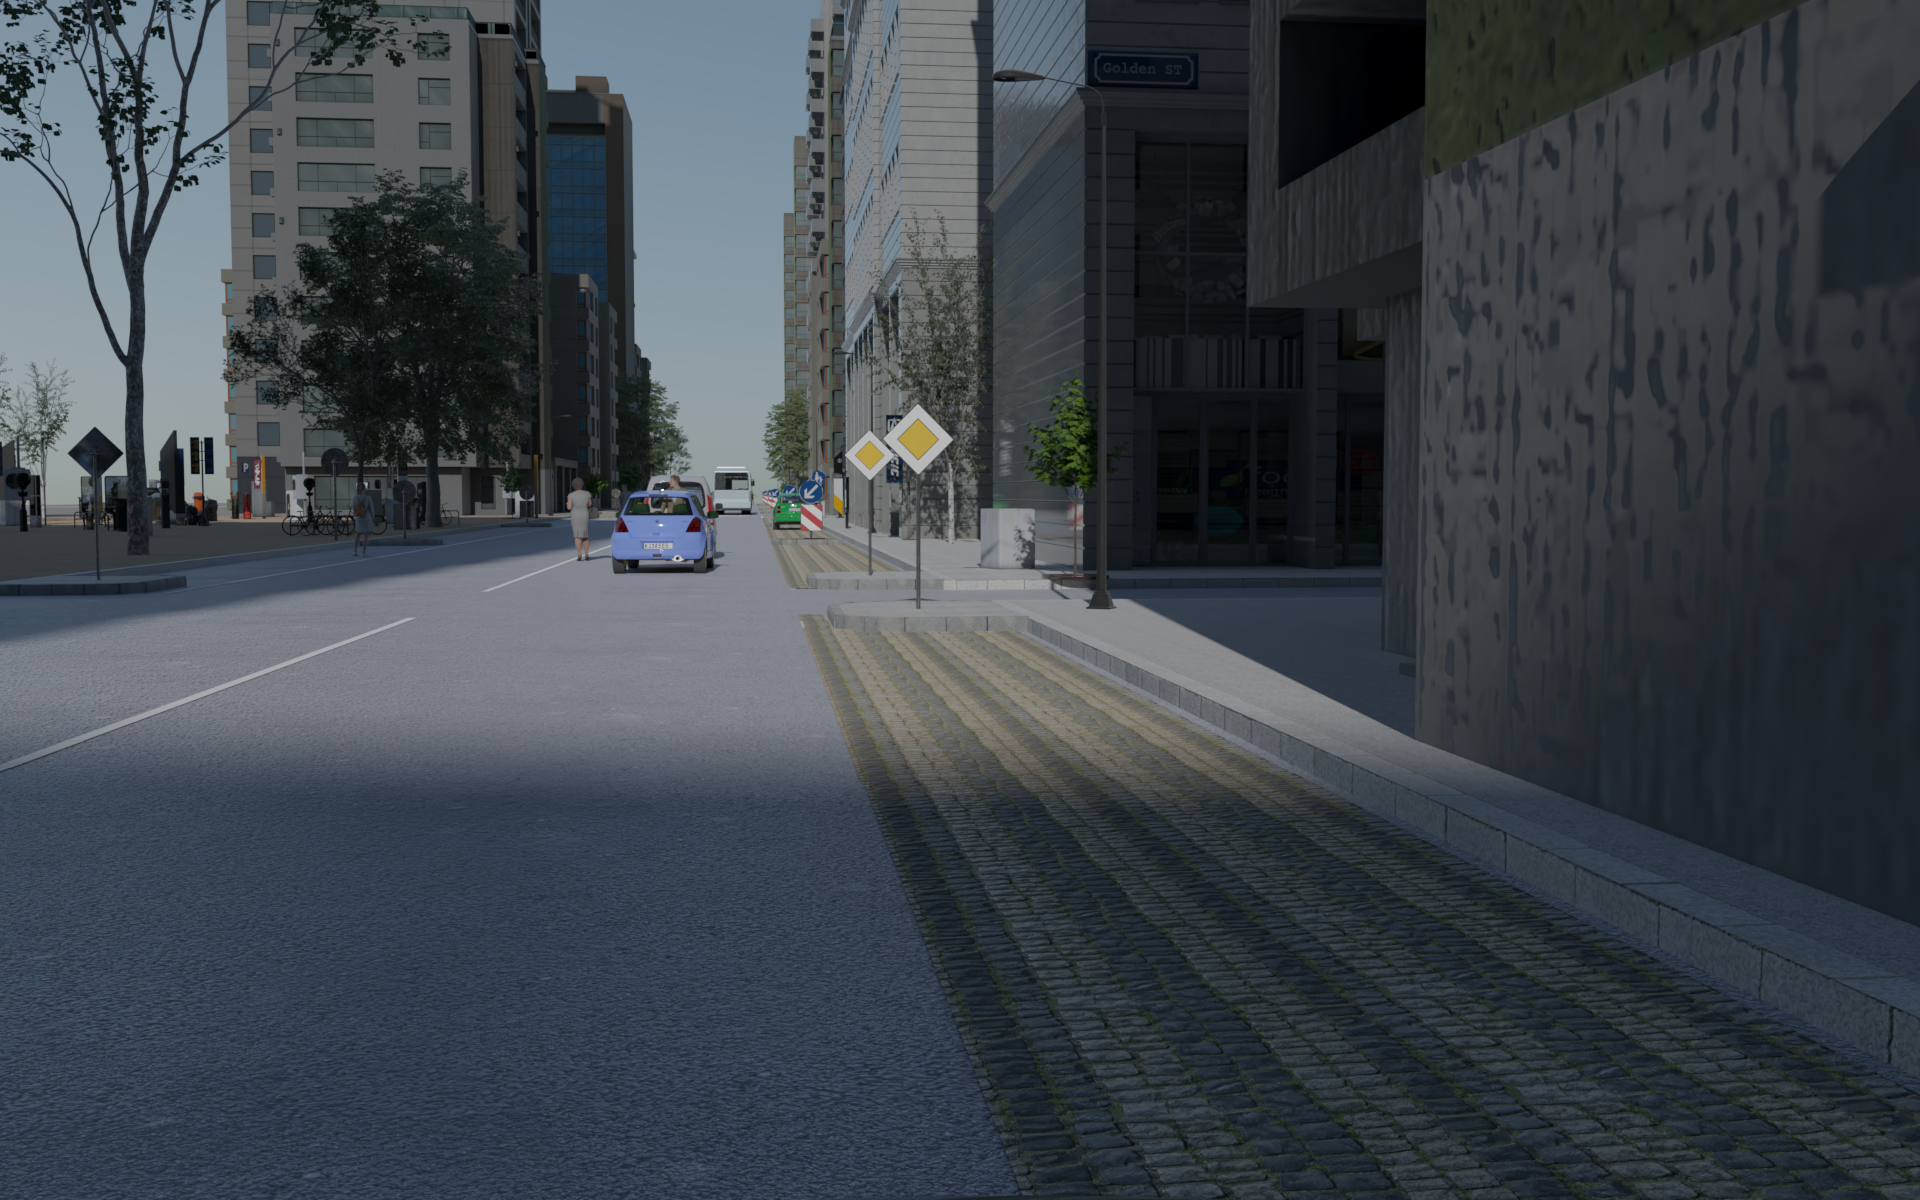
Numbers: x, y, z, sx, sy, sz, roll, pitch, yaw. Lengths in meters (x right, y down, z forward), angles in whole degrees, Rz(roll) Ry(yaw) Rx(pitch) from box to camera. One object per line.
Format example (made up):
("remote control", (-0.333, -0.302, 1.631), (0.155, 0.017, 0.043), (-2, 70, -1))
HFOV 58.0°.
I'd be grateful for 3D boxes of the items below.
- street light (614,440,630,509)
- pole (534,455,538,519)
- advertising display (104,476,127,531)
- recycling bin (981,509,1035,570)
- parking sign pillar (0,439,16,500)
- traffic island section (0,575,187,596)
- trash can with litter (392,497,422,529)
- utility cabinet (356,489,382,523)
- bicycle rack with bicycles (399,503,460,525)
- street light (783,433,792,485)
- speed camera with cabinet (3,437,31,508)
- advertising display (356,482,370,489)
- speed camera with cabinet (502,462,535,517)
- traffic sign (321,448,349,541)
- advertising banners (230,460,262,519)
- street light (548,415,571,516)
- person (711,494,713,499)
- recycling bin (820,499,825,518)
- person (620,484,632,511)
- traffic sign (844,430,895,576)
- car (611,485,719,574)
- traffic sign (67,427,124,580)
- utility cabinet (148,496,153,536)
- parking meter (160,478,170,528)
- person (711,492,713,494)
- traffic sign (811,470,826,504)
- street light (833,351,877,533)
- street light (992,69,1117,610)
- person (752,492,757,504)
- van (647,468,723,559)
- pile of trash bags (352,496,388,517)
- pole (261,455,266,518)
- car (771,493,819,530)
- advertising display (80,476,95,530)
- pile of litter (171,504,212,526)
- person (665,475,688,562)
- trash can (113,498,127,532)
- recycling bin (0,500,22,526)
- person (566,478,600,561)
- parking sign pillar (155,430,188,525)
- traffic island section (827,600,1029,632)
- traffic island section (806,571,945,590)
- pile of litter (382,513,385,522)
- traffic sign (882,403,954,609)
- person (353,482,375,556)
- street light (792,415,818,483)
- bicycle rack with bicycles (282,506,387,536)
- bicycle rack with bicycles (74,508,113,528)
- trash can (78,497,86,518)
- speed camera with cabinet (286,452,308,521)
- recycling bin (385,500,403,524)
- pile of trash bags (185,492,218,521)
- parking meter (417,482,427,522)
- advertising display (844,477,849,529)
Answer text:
("street light", (-28.873, -10.715, 147.736), (1.470, 5.913, 1.316), (0, 4, -7))
("pole", (-22.114, -5.905, 90.385), (0.158, 3.312, 0.155), (0, 3, 0))
("advertising display", (-29.455, -3.387, 60.597), (0.974, 1.923, 0.123), (1, 4, 12))
("recycling bin", (0.824, -1.058, 29.859), (0.722, 1.027, 0.722), (-2, 4, -28))
("parking sign pillar", (-47.318, -5.938, 85.562), (1.447, 3.967, 1.447), (-1, 4, -11))
("traffic island section", (-12.905, -0.221, 25.902), (2.009, 0.180, 2.903), (0, 4, -7))
("trash can with litter", (-20.273, -3.184, 63.441), (1.055, 1.170, 0.624), (0, 4, 2))
("utility cabinet", (-25.379, -4.020, 74.400), (0.318, 1.500, 1.173), (2, 4, 29))
("bicycle rack with bicycles", (-22.125, -3.539, 71.252), (2.852, 0.926, 2.925), (2, 4, 26))
("street light", (-12.427, -9.707, 131.257), (1.470, 5.913, 1.316), (0, 4, -7))
("speed camera with cabinet", (-33.218, -3.996, 59.664), (2.038, 3.252, 0.660), (0, 4, -7))
("advertising display", (-31.328, -5.241, 90.897), (0.974, 1.923, 0.123), (2, 4, 33))
("speed camera with cabinet", (-24.540, -6.232, 96.237), (2.038, 3.252, 0.660), (3, 4, 36))
("traffic sign", (-17.222, -2.913, 47.732), (0.768, 2.556, 0.104), (0, 4, -2))
("advertising banners", (-36.400, -5.635, 88.320), (2.074, 3.025, 0.090), (1, 4, 20))
("street light", (-23.532, -7.902, 101.739), (1.470, 5.913, 1.316), (0, 4, -7))
("person", (-26.495, -10.607, 185.163), (0.421, 1.427, 0.697), (0, 4, -7))
("recycling bin", (-7.763, -5.027, 94.742), (0.722, 1.027, 0.722), (0, 4, -6))
("person", (-12.564, -3.448, 64.969), (0.635, 1.810, 0.391), (2, 4, 34))
("traffic sign", (-1.417, -1.440, 27.191), (0.795, 2.450, 0.064), (0, 4, -7))
("car", (-5.519, -1.399, 32.463), (1.945, 1.707, 3.694), (0, 4, -5))
("traffic sign", (-12.882, -1.358, 25.843), (0.795, 2.450, 0.064), (0, 4, -7))
("utility cabinet", (-24.959, -2.552, 52.892), (0.306, 1.237, 1.020), (-3, 5, -40))
("parking meter", (-29.690, -3.607, 64.691), (0.255, 1.863, 0.399), (-2, 4, -35))
("person", (-34.343, -14.158, 240.518), (0.617, 1.759, 0.750), (2, 4, 35))
("traffic sign", (-7.558, -5.663, 92.694), (0.768, 2.556, 0.104), (0, 4, 1))
("street light", (-3.406, -5.129, 56.396), (1.470, 5.913, 1.316), (0, 4, -7))
("street light", (1.046, -2.852, 19.177), (1.470, 5.913, 1.316), (0, 4, -7))
("person", (-28.964, -14.227, 241.825), (1.217, 1.735, 0.721), (1, 4, 10))
("van", (-6.411, -1.988, 39.522), (2.013, 2.044, 4.112), (-1, 4, -9))
("pile of trash bags", (-32.905, -5.305, 96.483), (1.912, 1.369, 3.447), (-3, 4, -36))
("pole", (-36.577, -5.939, 90.941), (0.158, 3.312, 0.155), (0, 3, 0))
("car", (-6.677, -3.750, 70.114), (1.959, 1.807, 4.718), (0, 4, -6))
("advertising display", (-31.128, -3.468, 61.923), (0.974, 1.923, 0.123), (3, 4, 37))
("pile of litter", (-31.602, -3.491, 71.043), (1.719, 0.858, 1.176), (-2, 4, -24))
("person", (-6.071, -1.734, 36.768), (0.656, 1.842, 0.836), (-2, 4, -30))
("trash can", (-28.411, -2.893, 58.959), (0.748, 1.137, 0.748), (0, 3, 0))
("recycling bin", (-38.342, -3.511, 69.953), (0.722, 1.027, 0.722), (3, 4, 37))
("person", (-8.084, -1.728, 37.109), (0.716, 1.782, 0.532), (-2, 4, -28))
("parking sign pillar", (-33.407, -5.198, 73.459), (1.447, 3.967, 1.447), (3, 5, 40))
("traffic island section", (-0.445, 0.180, 19.342), (2.009, 0.180, 2.903), (0, 4, -7))
("traffic island section", (-1.395, -0.305, 27.271), (2.009, 0.180, 2.903), (0, 4, -7))
("pile of litter", (-26.737, -3.937, 78.338), (1.176, 0.858, 1.719), (2, 4, 32))
("traffic sign", (-0.467, -0.955, 19.263), (0.795, 2.450, 0.064), (0, 4, -7))
("person", (-13.761, -1.859, 39.900), (0.512, 1.701, 0.522), (0, 4, -7))
("street light", (-8.962, -7.914, 101.936), (1.470, 5.913, 1.316), (0, 4, -7))
("bicycle rack with bicycles", (-19.522, -2.449, 53.426), (2.925, 0.926, 2.852), (0, 4, 3))
("bicycle rack with bicycles", (-32.221, -3.229, 66.168), (2.852, 0.926, 2.925), (1, 4, 11))
("trash can", (-44.568, -4.687, 88.282), (0.748, 1.137, 0.748), (0, 3, 0))
("speed camera with cabinet", (-31.530, -5.383, 82.341), (0.660, 3.252, 2.038), (-2, 4, -33))
("recycling bin", (-24.449, -3.824, 75.068), (0.722, 1.027, 0.722), (0, 4, 0))
("pile of trash bags", (-35.678, -4.351, 80.888), (1.912, 1.369, 3.447), (-2, 4, -29))
("parking meter", (-25.093, -4.590, 80.756), (0.399, 1.863, 0.255), (2, 4, 24))
("advertising display", (-4.223, -3.630, 64.557), (0.123, 1.923, 0.974), (0, 4, -8))
